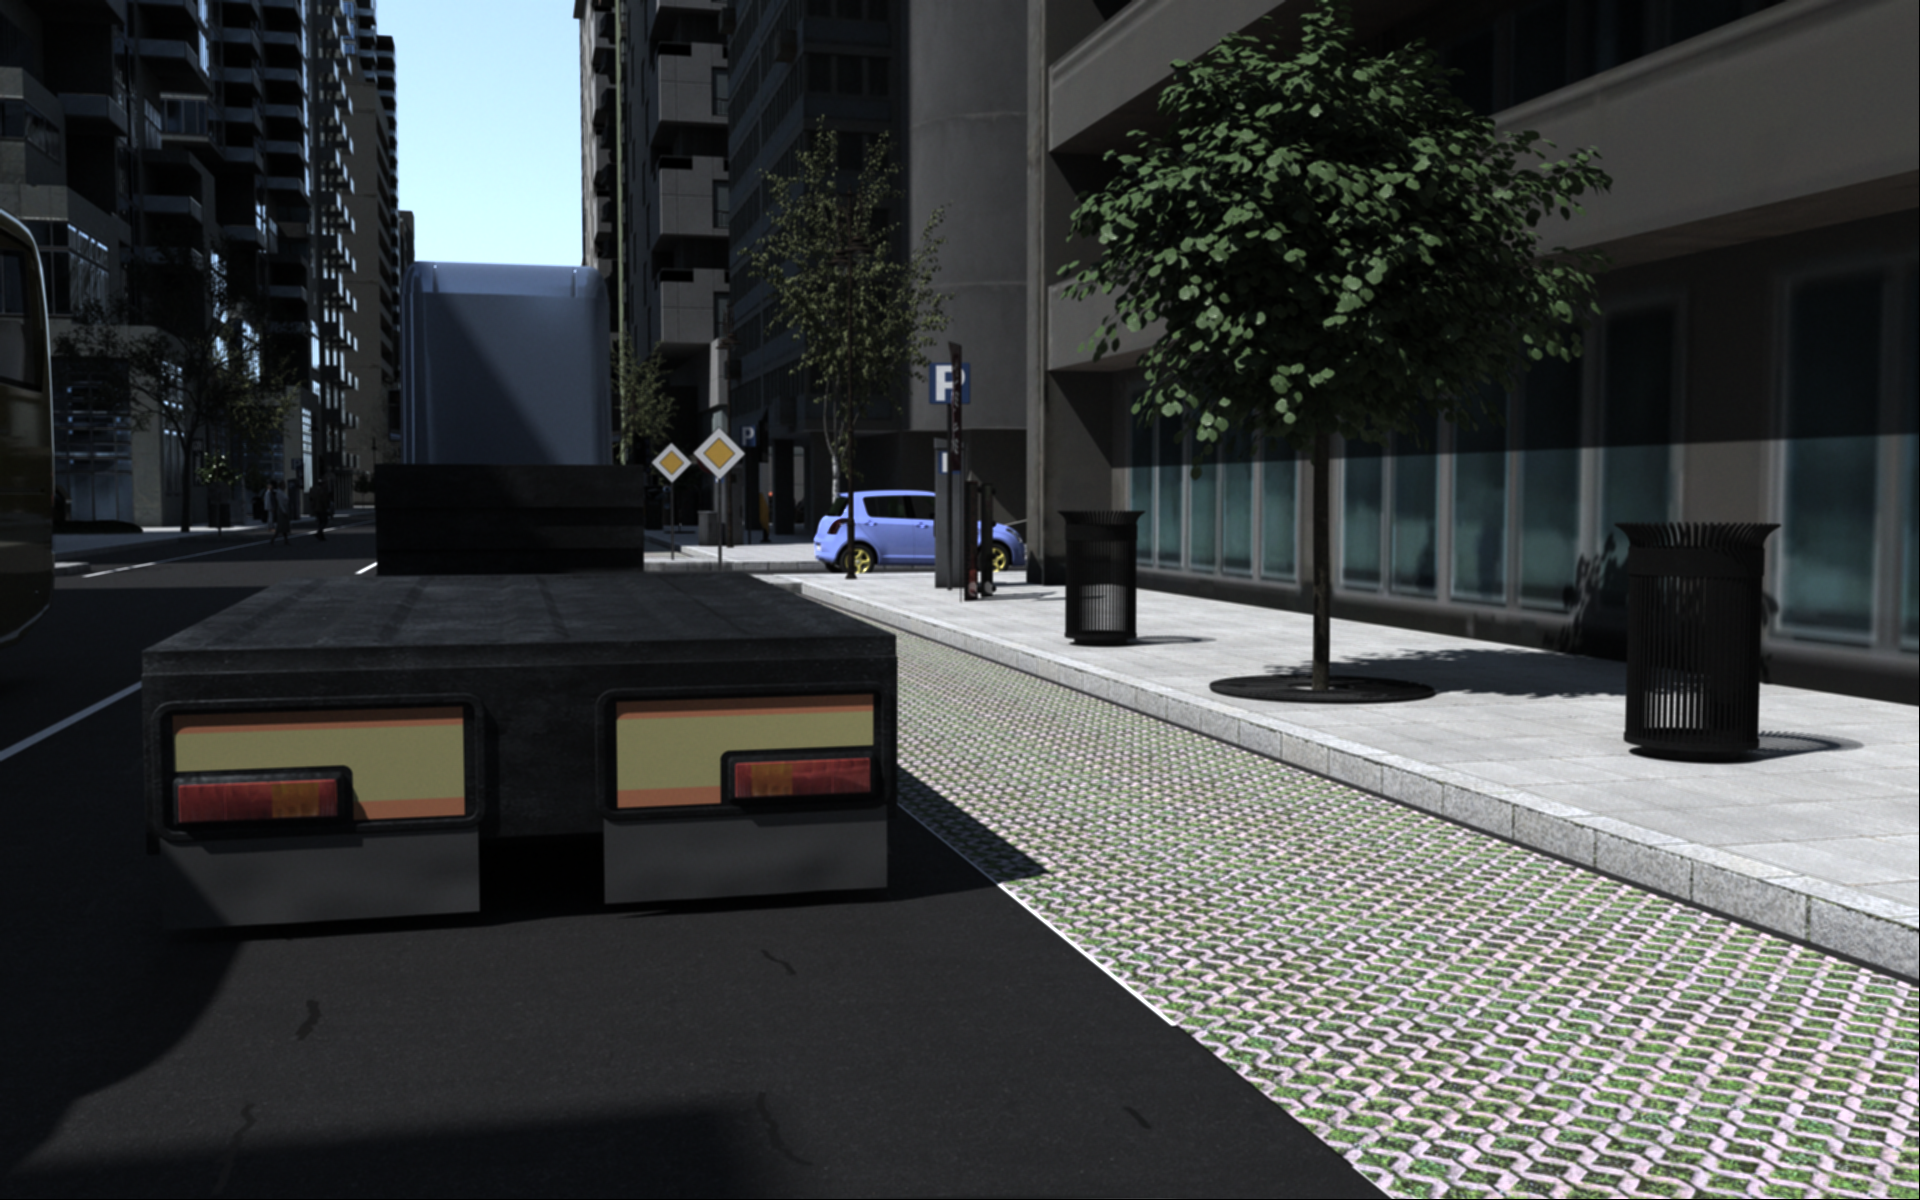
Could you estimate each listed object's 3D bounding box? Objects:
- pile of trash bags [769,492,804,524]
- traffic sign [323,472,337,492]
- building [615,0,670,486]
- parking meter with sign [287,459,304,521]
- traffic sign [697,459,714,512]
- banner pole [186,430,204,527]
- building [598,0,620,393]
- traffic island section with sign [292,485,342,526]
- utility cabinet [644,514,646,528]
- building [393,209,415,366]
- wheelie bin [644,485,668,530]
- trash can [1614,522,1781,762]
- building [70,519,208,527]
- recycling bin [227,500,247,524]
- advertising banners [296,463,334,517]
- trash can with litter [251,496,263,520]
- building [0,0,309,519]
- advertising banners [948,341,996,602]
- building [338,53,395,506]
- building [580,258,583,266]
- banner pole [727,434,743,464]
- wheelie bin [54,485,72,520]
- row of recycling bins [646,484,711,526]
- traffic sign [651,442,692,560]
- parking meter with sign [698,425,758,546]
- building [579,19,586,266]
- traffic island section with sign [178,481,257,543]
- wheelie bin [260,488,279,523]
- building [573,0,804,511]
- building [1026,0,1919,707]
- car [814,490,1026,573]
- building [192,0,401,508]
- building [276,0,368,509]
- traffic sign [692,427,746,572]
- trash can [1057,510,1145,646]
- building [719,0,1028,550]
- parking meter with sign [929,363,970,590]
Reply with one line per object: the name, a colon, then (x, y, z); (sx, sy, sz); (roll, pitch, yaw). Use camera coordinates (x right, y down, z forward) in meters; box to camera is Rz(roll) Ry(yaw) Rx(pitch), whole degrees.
pile of trash bags: (-7.772, -4.371, 81.225); (1.912, 1.369, 3.447); (-3, 5, -43)
traffic sign: (-36.919, -6.202, 101.500); (0.768, 2.556, 0.104); (-1, 4, -13)
building: (-16.432, -26.616, 118.761); (14.154, 41.232, 14.086); (-1, 4, -14)
parking meter with sign: (-32.464, -5.385, 84.312); (0.543, 3.016, 1.738); (0, 4, -5)
traffic sign: (-6.302, -2.689, 44.075); (0.768, 2.556, 0.104); (0, 4, -5)
banner pole: (-30.040, -4.769, 67.996); (0.401, 3.779, 0.863); (2, 4, 33)
building: (-17.550, -29.717, 140.502); (22.147, 44.769, 28.867); (-1, 4, -14)
traffic island section with sign: (-29.055, -4.261, 78.290); (1.989, 1.847, 2.006); (-1, 4, -14)
utility cabinet: (-11.728, -3.300, 65.115); (1.020, 1.237, 0.306); (-2, 4, -30)
building: (-83.424, -34.122, 241.485); (14.154, 41.232, 14.086); (-1, 4, -14)
wheelie bin: (-10.940, -3.312, 62.051); (0.980, 1.594, 0.693); (-1, 4, -10)
trash can: (3.587, 0.194, 8.474); (0.748, 1.137, 0.748); (0, 3, 0)
building: (-45.446, -46.707, 76.334); (22.319, 86.520, 31.000); (-1, 4, -14)
recycling bin: (-30.839, -3.751, 73.888); (0.722, 1.027, 0.722); (-1, 4, -18)
advertising banners: (-36.852, -6.280, 98.857); (2.074, 3.025, 0.090); (-1, 4, -14)
trash can with litter: (-35.366, -4.626, 87.016); (0.624, 1.170, 1.055); (-2, 4, -29)
building: (-53.914, -48.949, 112.993); (22.319, 86.520, 31.000); (-1, 4, -14)
advertising banners: (0.144, -1.513, 20.928); (0.090, 3.025, 2.074); (1, 4, 16)
building: (-75.164, -34.820, 193.015); (21.300, 48.544, 21.600); (-1, 4, -14)
building: (-42.278, -34.339, 253.321); (32.217, 40.220, 23.993); (-1, 4, -14)
banner pole: (-9.369, -4.998, 71.734); (0.863, 3.779, 0.401); (-1, 4, -20)
wheelie bin: (-30.145, -3.057, 57.891); (0.693, 1.594, 0.980); (0, 4, -8)
row of recycling bins: (-11.474, -3.888, 70.682); (3.534, 1.692, 1.069); (0, 4, 4)
traffic sign: (-5.600, -1.837, 33.674); (0.795, 2.450, 0.064); (-1, 4, -14)
parking meter with sign: (-5.813, -2.875, 43.260); (0.543, 3.016, 1.738); (2, 4, 34)
building: (-41.254, -48.333, 228.500); (20.563, 71.187, 20.611); (-1, 4, -14)
traffic island section with sign: (-22.328, -2.664, 52.185); (1.989, 1.847, 2.006); (-1, 4, -14)
wheelie bin: (-30.645, -4.226, 77.005); (0.693, 1.594, 0.980); (0, 4, -1)
building: (-22.100, -35.410, 168.195); (28.713, 52.752, 27.495); (-1, 4, -14)
building: (13.898, -24.003, 16.155); (21.300, 48.544, 21.600); (-1, 4, -14)
car: (-0.688, -1.266, 30.296); (3.694, 1.707, 1.945); (-1, 4, -15)
building: (-80.903, -55.341, 217.488); (22.319, 86.520, 31.000); (-1, 4, -14)
building: (-62.792, -32.079, 144.101); (23.786, 49.044, 30.456); (-1, 4, -14)
traffic sign: (-3.602, -1.364, 25.942); (0.795, 2.450, 0.064); (-1, 4, -14)
trash can: (1.202, -0.191, 14.773); (0.748, 1.137, 0.748); (0, 3, 0)
building: (5.402, -22.190, 54.686); (23.993, 40.220, 32.217); (-1, 4, -14)
parking meter with sign: (-0.095, -1.689, 23.869); (0.543, 3.016, 1.738); (0, 4, 3)
